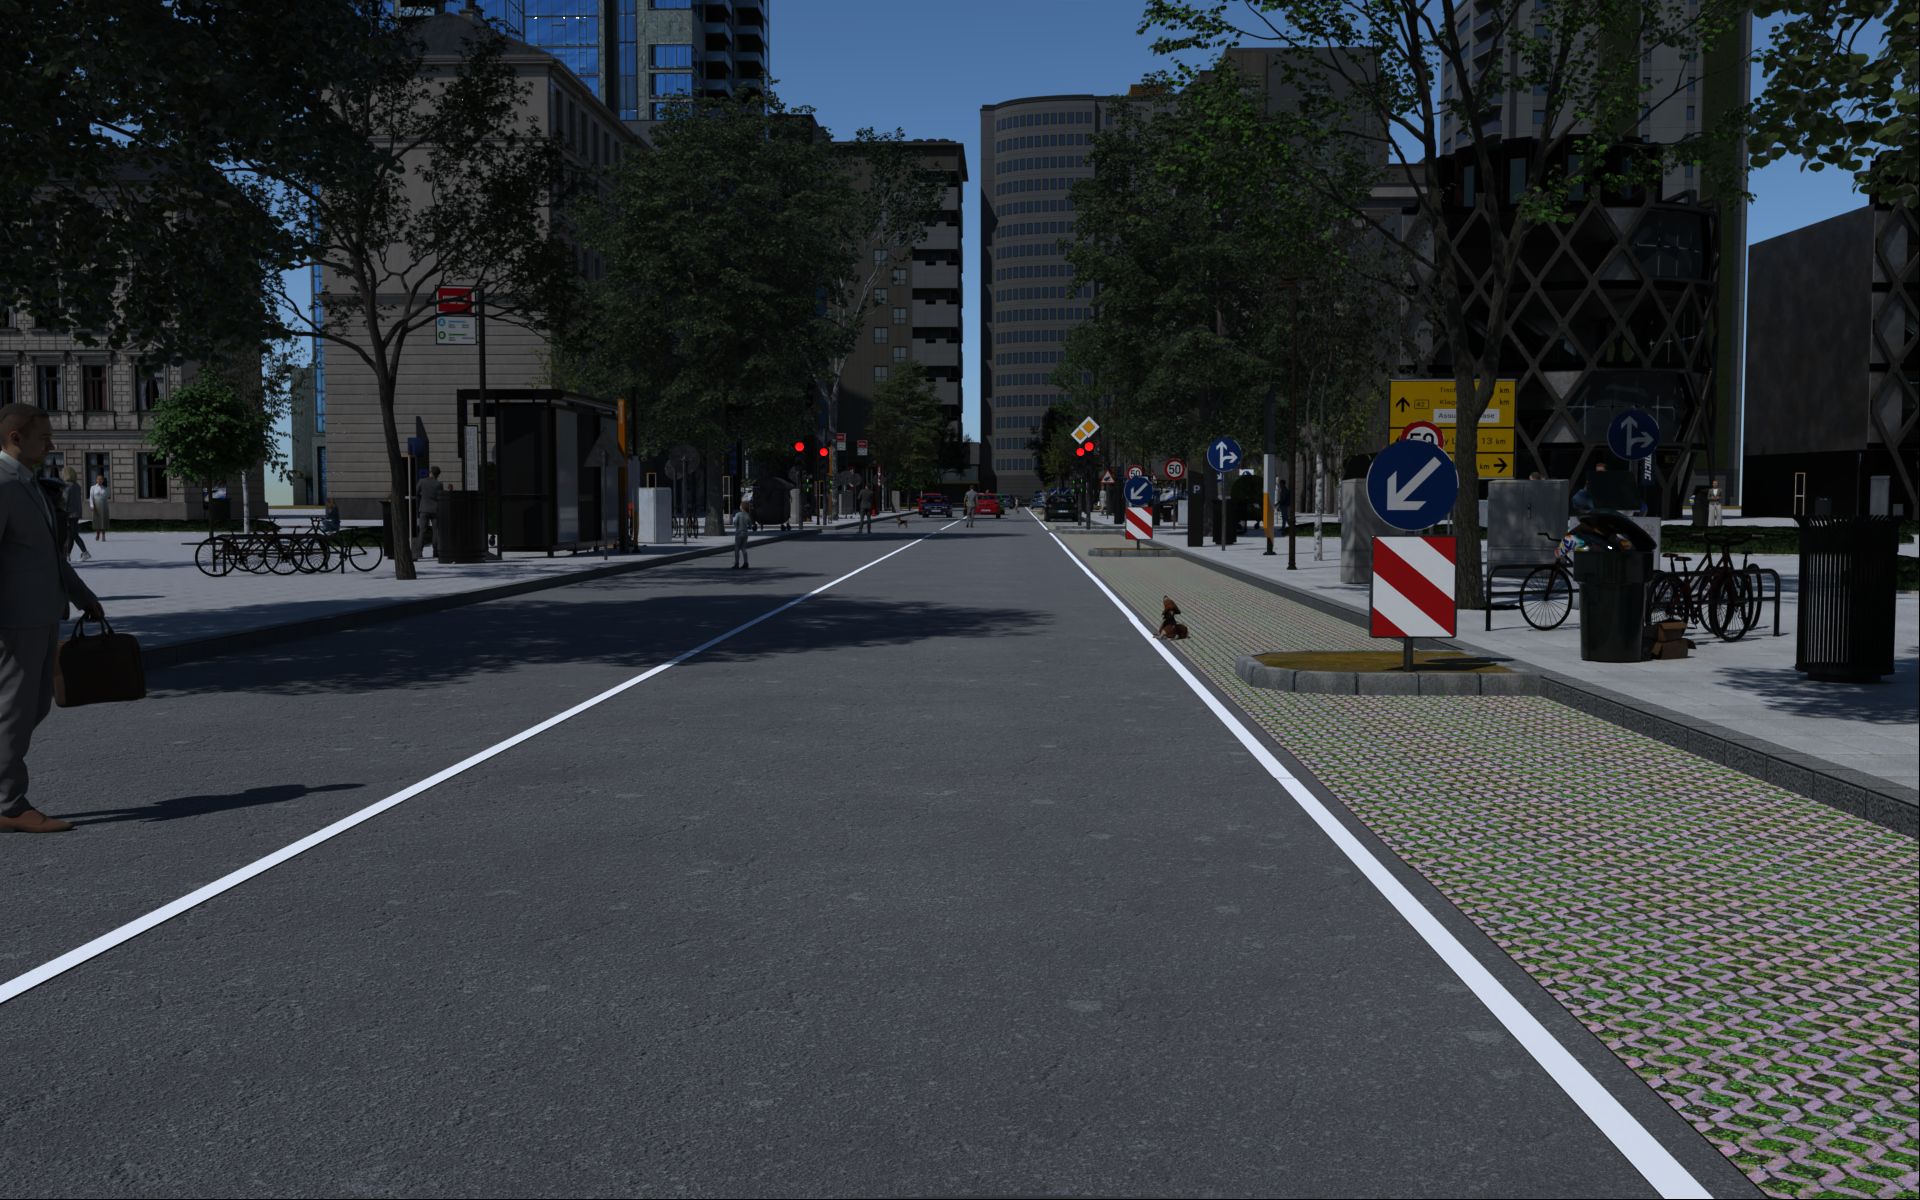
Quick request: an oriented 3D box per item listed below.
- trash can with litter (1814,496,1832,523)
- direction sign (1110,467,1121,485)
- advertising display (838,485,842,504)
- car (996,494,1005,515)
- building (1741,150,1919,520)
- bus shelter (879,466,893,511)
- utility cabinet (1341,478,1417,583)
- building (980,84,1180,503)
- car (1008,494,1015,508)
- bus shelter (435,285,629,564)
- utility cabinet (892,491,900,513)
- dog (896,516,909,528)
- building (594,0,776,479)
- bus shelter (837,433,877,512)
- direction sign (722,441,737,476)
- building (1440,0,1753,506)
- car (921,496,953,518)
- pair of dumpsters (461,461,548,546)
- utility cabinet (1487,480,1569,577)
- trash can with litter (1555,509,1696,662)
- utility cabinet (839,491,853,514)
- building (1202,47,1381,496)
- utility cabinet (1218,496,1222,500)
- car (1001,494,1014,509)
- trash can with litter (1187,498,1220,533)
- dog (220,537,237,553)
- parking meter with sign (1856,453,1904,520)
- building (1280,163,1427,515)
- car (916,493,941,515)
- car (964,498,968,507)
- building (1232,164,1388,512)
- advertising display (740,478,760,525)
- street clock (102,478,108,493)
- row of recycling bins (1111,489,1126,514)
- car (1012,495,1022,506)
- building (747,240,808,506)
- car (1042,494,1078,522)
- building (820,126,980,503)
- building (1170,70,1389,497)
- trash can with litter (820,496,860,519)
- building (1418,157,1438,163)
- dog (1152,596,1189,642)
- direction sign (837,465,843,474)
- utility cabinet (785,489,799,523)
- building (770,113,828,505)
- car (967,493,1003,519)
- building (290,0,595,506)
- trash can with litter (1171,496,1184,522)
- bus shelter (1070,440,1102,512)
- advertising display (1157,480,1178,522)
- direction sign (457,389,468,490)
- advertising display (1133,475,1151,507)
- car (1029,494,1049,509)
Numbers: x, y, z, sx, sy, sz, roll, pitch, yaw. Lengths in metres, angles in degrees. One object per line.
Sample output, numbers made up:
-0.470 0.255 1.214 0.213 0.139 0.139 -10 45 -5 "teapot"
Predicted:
29.849 -3.044 60.821 2.233 1.210 1.678 1 4 12 "trash can with litter"
12.838 -9.218 142.709 0.876 3.537 0.379 1 4 9 "direction sign"
-8.177 -7.104 121.361 0.974 1.923 0.123 -1 4 -14 "advertising display"
2.214 -6.872 121.150 1.959 1.807 4.718 0 3 0 "car"
52.580 -13.579 89.473 16.811 18.784 16.820 0 4 2 "building"
-6.457 -9.407 131.432 2.179 5.291 8.768 0 4 2 "bus shelter"
6.039 -0.997 24.975 1.173 1.500 0.318 -2 4 -29 "utility cabinet"
17.084 -43.459 252.560 28.212 58.520 21.231 0 4 2 "building"
4.654 -10.146 175.666 2.009 1.686 4.222 0 4 2 "car"
-8.901 -3.568 35.971 2.179 5.291 8.768 0 4 2 "bus shelter"
-4.389 -6.728 118.689 0.318 1.500 1.173 -1 4 -14 "utility cabinet"
-2.406 -3.265 72.668 0.406 0.507 0.540 1 4 20 "dog"
-28.530 -51.857 160.539 22.319 86.520 31.000 0 4 2 "building"
-7.087 -8.498 116.582 2.179 5.291 8.768 0 4 2 "bus shelter"
-9.900 -4.986 73.521 0.876 3.537 0.379 -1 4 -15 "direction sign"
70.232 -39.879 194.023 28.212 58.520 21.231 0 4 2 "building"
-1.382 -5.706 105.877 1.945 1.354 3.894 0 4 2 "car"
-11.042 -2.480 43.040 1.574 2.255 4.437 0 4 2 "pair of dumpsters"
8.728 -1.100 26.666 1.173 1.500 0.318 3 5 44 "utility cabinet"
5.199 -0.128 13.476 1.055 1.170 0.624 -2 4 -31 "trash can with litter"
-7.089 -6.062 107.789 0.318 1.500 1.173 2 4 29 "utility cabinet"
30.919 -29.289 162.468 14.154 41.232 14.086 0 4 2 "building"
10.611 -3.719 71.960 1.020 1.237 0.306 1 4 15 "utility cabinet"
4.145 -9.367 165.154 2.014 1.417 4.499 0 4 3 "car"
7.712 -2.637 54.499 1.055 1.170 0.624 0 4 -3 "trash can with litter"
-16.002 -1.227 37.792 0.550 0.427 0.748 -1 4 -18 "dog"
38.467 -4.656 72.388 1.738 3.016 0.543 2 4 33 "parking meter with sign"
29.222 -16.566 112.655 13.314 21.916 24.055 0 4 2 "building"
-1.954 -6.771 119.745 2.155 1.783 4.494 0 4 0 "car"
1.461 -10.436 180.856 2.015 1.641 3.980 0 4 1 "car"
28.394 -19.360 134.554 12.078 24.808 19.932 0 4 2 "building"
-8.613 -4.043 71.314 0.974 1.923 0.123 2 4 25 "advertising display"
-37.484 -4.357 75.811 0.358 2.002 0.471 -3 5 -41 "street clock"
10.541 -6.641 115.691 1.069 1.692 3.534 0 4 8 "row of recycling bins"
6.727 -12.419 215.406 2.083 1.381 4.827 0 4 3 "car"
-24.101 -25.256 184.637 14.160 30.474 14.107 0 4 2 "building"
5.243 -4.874 89.479 2.009 1.686 4.222 0 4 1 "car"
-10.679 -40.789 256.131 27.495 52.752 28.713 0 4 2 "building"
35.424 -34.948 195.098 21.300 48.544 21.600 0 4 2 "building"
-6.298 -4.809 89.693 2.233 1.210 1.678 0 4 3 "trash can with litter"
74.149 -38.397 251.499 21.600 48.544 21.300 0 4 2 "building"
2.040 0.182 17.224 0.550 0.427 0.748 2 4 33 "dog"
-8.731 -8.345 128.440 0.876 3.537 0.379 -3 5 -40 "direction sign"
-7.223 -4.048 74.863 0.318 1.500 1.173 -2 4 -29 "utility cabinet"
-23.214 -33.675 200.702 14.200 45.320 14.600 0 4 2 "building"
1.471 -5.667 101.698 2.155 1.783 4.494 0 4 0 "car"
-60.007 -54.099 197.196 31.000 86.520 22.319 0 4 2 "building"
10.234 -4.272 81.226 0.624 1.170 1.055 2 4 23 "trash can with litter"
9.169 -9.077 126.036 2.179 5.291 8.768 0 4 2 "bus shelter"
9.433 -4.500 78.792 0.974 1.923 0.123 0 4 5 "advertising display"
-10.849 -2.803 37.828 0.379 3.537 0.876 0 4 -4 "direction sign"
6.288 -3.342 59.856 0.123 1.923 0.974 -2 4 -27 "advertising display"
7.455 -9.164 161.827 2.014 1.417 4.499 0 4 0 "car"
